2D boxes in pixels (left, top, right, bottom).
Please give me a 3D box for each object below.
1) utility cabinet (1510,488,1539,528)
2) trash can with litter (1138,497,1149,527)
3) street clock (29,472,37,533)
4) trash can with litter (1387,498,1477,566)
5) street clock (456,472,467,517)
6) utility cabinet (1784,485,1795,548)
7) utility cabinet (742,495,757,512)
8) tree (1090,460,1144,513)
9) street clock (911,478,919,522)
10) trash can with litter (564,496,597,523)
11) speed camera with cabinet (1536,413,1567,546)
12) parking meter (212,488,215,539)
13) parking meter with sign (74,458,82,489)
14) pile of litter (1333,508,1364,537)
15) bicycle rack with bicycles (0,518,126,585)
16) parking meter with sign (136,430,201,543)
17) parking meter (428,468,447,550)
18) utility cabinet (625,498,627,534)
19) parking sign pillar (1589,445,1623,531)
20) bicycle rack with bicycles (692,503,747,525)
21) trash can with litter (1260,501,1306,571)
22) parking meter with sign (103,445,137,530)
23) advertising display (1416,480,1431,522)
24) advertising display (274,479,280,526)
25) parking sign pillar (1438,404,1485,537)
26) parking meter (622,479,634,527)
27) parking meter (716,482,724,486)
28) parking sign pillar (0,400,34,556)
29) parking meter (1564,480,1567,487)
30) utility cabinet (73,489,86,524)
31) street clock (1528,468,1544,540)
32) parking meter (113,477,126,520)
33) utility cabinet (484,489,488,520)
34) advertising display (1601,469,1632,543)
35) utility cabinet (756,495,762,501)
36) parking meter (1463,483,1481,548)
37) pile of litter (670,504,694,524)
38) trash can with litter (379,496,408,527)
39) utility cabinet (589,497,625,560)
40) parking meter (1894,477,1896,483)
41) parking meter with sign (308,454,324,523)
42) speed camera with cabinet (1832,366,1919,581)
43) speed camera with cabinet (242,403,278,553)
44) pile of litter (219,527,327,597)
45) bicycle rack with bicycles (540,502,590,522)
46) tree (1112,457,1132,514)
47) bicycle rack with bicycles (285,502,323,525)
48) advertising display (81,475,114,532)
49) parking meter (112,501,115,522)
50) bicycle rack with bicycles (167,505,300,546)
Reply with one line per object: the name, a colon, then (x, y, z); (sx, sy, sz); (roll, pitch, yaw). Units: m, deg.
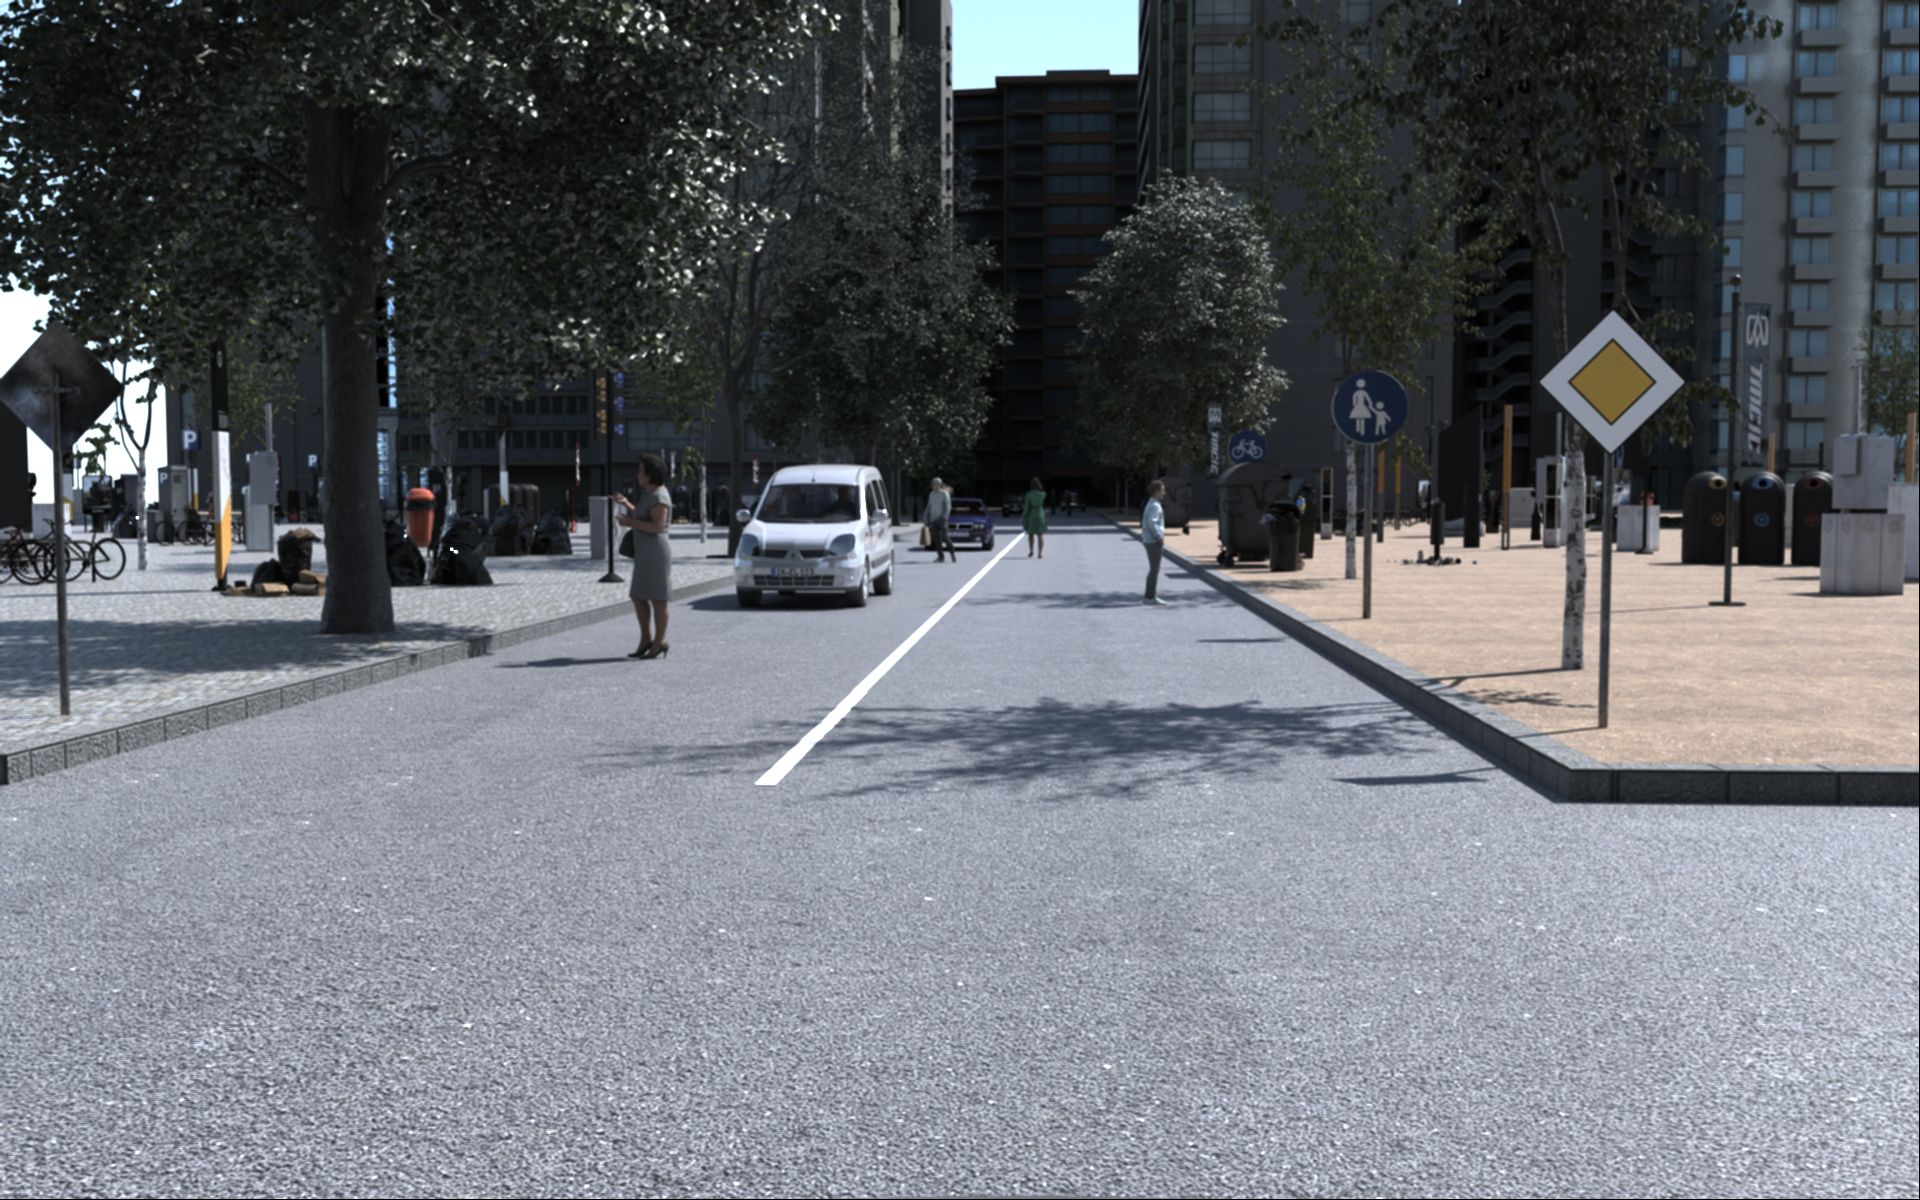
utility cabinet: (21.231, -3.460, 65.242); (0.318, 1.500, 1.173); (-2, 4, -35)
trash can with litter: (7.400, -3.376, 66.579); (1.055, 1.170, 0.624); (2, 4, 25)
street clock: (-30.885, -3.244, 57.615); (0.471, 2.002, 0.358); (3, 5, 44)
trash can with litter: (8.641, -1.272, 31.849); (1.678, 1.210, 2.233); (1, 4, 19)
street clock: (-16.412, -3.212, 57.086); (0.358, 2.002, 0.471); (-3, 4, -36)
utility cabinet: (20.068, -1.970, 40.882); (1.173, 1.500, 0.318); (-1, 4, -15)
utility cabinet: (-9.941, -4.268, 80.951); (1.020, 1.237, 0.306); (2, 4, 26)
tree: (10.977, -8.237, 118.386); (4.285, 4.588, 4.351); (0, 3, 0)
street clock: (-2.025, -4.512, 78.336); (0.358, 2.002, 0.471); (-1, 4, -14)
trash can with litter: (-16.662, -4.062, 77.475); (2.233, 1.210, 1.678); (2, 4, 23)
speed camera with cabinet: (14.725, -2.967, 42.852); (0.660, 3.252, 2.038); (2, 4, 29)
parking meter: (-20.987, -2.491, 49.142); (0.372, 1.533, 0.369); (0, 3, 0)
parking meter with sign: (-41.643, -5.325, 83.330); (0.543, 3.016, 1.738); (2, 4, 31)
pile of litter: (11.993, -2.384, 52.939); (1.176, 0.858, 1.719); (1, 4, 21)
bicycle rack with bicycles: (-13.630, -0.718, 25.117); (2.852, 0.926, 2.925); (3, 5, 43)
parking meter with sign: (-20.988, -3.048, 46.095); (0.543, 3.016, 1.738); (1, 4, 14)
parking meter: (-11.917, -2.070, 39.551); (0.399, 1.863, 0.255); (-1, 4, -10)
utility cabinet: (-8.054, -1.744, 39.678); (1.020, 1.237, 0.306); (3, 5, 40)
parking sign pillar: (22.717, -4.392, 60.285); (1.447, 3.967, 1.447); (2, 4, 32)
bicycle rack with bicycles: (-10.034, -3.597, 72.198); (2.852, 0.926, 2.925); (0, 4, -2)
trash can with litter: (5.425, -1.076, 28.983); (0.624, 1.170, 1.055); (1, 4, 23)
parking meter with sign: (-29.587, -4.011, 61.838); (1.738, 3.016, 0.543); (-2, 4, -25)
advertising display: (20.946, -4.467, 78.257); (0.974, 1.923, 0.123); (-3, 5, -40)
advertising display: (-27.978, -3.961, 69.971); (0.974, 1.923, 0.123); (-3, 5, -41)
parking sign pillar: (15.159, -3.910, 52.397); (1.447, 3.967, 1.447); (3, 4, 36)
parking meter: (-12.892, -3.768, 67.324); (0.399, 1.863, 0.255); (-3, 5, -43)
parking meter: (-11.588, -4.761, 83.545); (0.399, 1.863, 0.255); (-1, 4, -13)
parking sign pillar: (-20.404, -2.938, 36.507); (1.447, 3.967, 1.447); (3, 5, 41)
parking meter: (24.080, -3.871, 69.002); (0.399, 1.863, 0.255); (-1, 4, -9)
utility cabinet: (-37.152, -3.894, 72.349); (0.318, 1.500, 1.173); (2, 4, 29)
street clock: (15.971, -2.656, 47.988); (0.471, 2.002, 0.358); (-2, 4, -24)
parking meter: (-29.185, -3.329, 60.137); (0.399, 1.863, 0.255); (-2, 4, -26)
utility cabinet: (-21.532, -4.389, 80.446); (1.173, 1.500, 0.318); (1, 4, 22)
advertising display: (17.155, -2.443, 45.165); (0.974, 1.923, 0.123); (-2, 4, -34)
utility cabinet: (-7.686, -3.642, 70.712); (1.020, 1.237, 0.306); (0, 4, 2)
parking meter: (12.263, -2.022, 41.475); (0.372, 1.533, 0.369); (0, 3, 0)
pile of litter: (-12.252, -3.715, 74.706); (1.719, 0.858, 1.176); (-2, 4, -25)
trash can with litter: (-22.248, -3.447, 67.413); (2.233, 1.210, 1.678); (0, 4, 5)
utility cabinet: (-6.993, -1.413, 34.270); (0.306, 1.237, 1.020); (0, 4, 8)
parking meter: (31.531, -3.239, 58.667); (0.255, 1.863, 0.399); (3, 4, 36)
parking meter with sign: (-28.096, -4.933, 76.907); (0.543, 3.016, 1.738); (1, 4, 21)
speed camera with cabinet: (14.241, -1.951, 26.238); (0.660, 3.252, 2.038); (-1, 4, -18)
speed camera with cabinet: (-15.543, -2.694, 38.377); (0.660, 3.252, 2.038); (-2, 4, -26)
pile of litter: (-8.494, -0.493, 22.023); (1.719, 0.858, 1.176); (1, 4, 13)
bicycle rack with bicycles: (-18.034, -4.086, 80.192); (2.925, 0.926, 2.852); (2, 4, 27)
tree: (10.357, -9.840, 111.242); (4.360, 8.622, 3.978); (0, 3, 0)
bicycle rack with bicycles: (-31.578, -4.099, 80.398); (2.852, 0.926, 2.925); (2, 4, 27)
advertising display: (-29.009, -3.245, 58.275); (0.974, 1.923, 0.123); (0, 4, -4)
parking meter: (-39.209, -4.405, 80.439); (0.372, 1.533, 0.369); (0, 3, 0)
bicycle rack with bicycles: (-18.770, -1.846, 43.571); (2.852, 0.926, 2.925); (3, 5, 42)
